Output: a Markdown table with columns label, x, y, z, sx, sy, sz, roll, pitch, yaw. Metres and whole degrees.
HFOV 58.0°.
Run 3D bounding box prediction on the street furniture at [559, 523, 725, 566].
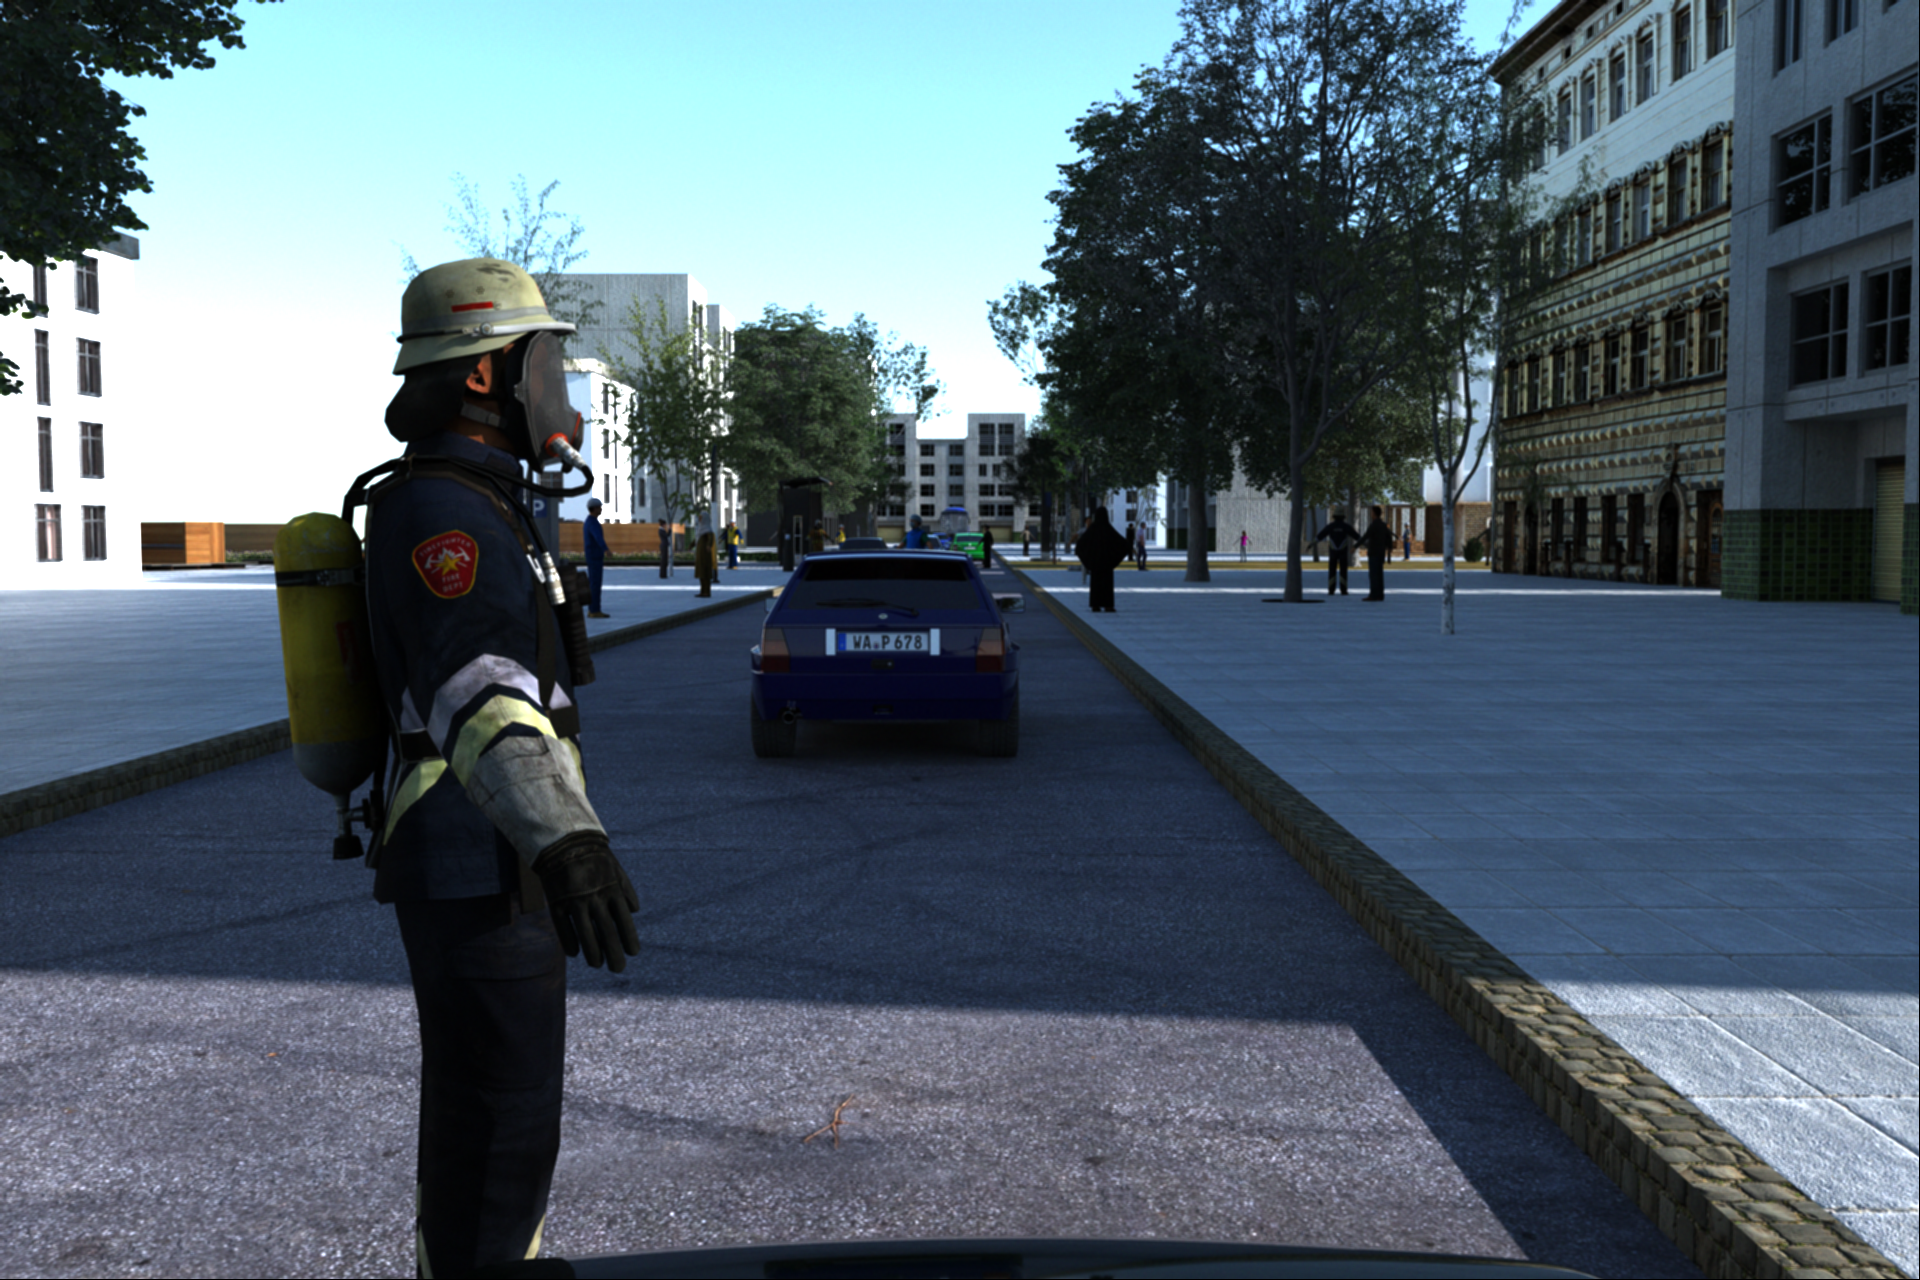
| label | x | y | z | sx | sy | sz | roll | pitch | yaw |
| --- | --- | --- | --- | --- | --- | --- | --- | --- | --- |
| street furniture | -13.053 | -3.909 | 70.774 | 11.010 | 1.723 | 9.812 | 0 | 4 | -2 |

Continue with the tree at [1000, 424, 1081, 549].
| label | x | y | z | sx | sy | sz | roll | pitch | yaw |
| --- | --- | --- | --- | --- | --- | --- | --- | --- | --- |
| tree | 7.290 | -13.019 | 147.279 | 7.601 | 10.594 | 8.767 | 1 | 4 | 23 |

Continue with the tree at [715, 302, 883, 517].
| label | x | y | z | sx | sy | sz | roll | pitch | yaw |
| --- | --- | --- | --- | --- | --- | --- | --- | --- | --- |
| tree | -8.831 | -11.452 | 93.892 | 9.857 | 13.997 | 8.962 | 0 | 3 | 0 |

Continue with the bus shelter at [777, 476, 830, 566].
| label | x | y | z | sx | sy | sz | roll | pitch | yaw |
| --- | --- | --- | --- | --- | --- | --- | --- | --- | --- |
| bus shelter | -6.602 | -5.034 | 73.583 | 1.731 | 3.624 | 6.357 | 0 | 4 | 0 |

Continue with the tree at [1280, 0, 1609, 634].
| label | x | y | z | sx | sy | sz | roll | pitch | yaw |
| --- | --- | --- | --- | --- | --- | --- | --- | --- | --- |
| tree | 6.376 | -4.392 | 22.179 | 4.360 | 8.622 | 3.978 | 0 | 3 | 0 |

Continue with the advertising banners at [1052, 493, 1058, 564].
| label | x | y | z | sx | sy | sz | roll | pitch | yaw |
| --- | --- | --- | --- | --- | --- | --- | --- | --- | --- |
| advertising banners | 4.049 | -4.754 | 73.908 | 0.090 | 3.025 | 2.074 | 0 | 4 | -1 |

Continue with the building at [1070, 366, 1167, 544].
| label | x | y | z | sx | sy | sz | roll | pitch | yaw |
| --- | --- | --- | --- | --- | --- | --- | --- | --- | --- |
| building | 24.676 | -24.572 | 232.672 | 19.493 | 23.208 | 18.063 | 0 | 4 | 0 |

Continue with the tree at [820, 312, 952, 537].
| label | x | y | z | sx | sy | sz | roll | pitch | yaw |
| --- | --- | --- | --- | --- | --- | --- | --- | --- | --- |
| tree | -7.055 | -17.749 | 146.089 | 12.611 | 20.169 | 13.585 | 0 | 3 | 0 |

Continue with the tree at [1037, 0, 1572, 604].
| label | x | y | z | sx | sy | sz | roll | pitch | yaw |
| --- | --- | --- | --- | --- | --- | --- | --- | --- | --- |
| tree | 6.407 | -7.446 | 32.120 | 12.009 | 13.543 | 11.850 | 0 | 3 | 0 |

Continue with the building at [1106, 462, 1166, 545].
| label | x | y | z | sx | sy | sz | roll | pitch | yaw |
| --- | --- | --- | --- | --- | --- | --- | --- | --- | --- |
| building | 23.126 | -16.381 | 209.974 | 9.099 | 9.664 | 28.070 | 0 | 4 | 1 |

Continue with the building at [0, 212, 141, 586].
| label | x | y | z | sx | sy | sz | roll | pitch | yaw |
| --- | --- | --- | --- | --- | --- | --- | --- | --- | --- |
| building | -24.274 | -5.705 | 35.420 | 9.099 | 9.664 | 28.070 | 0 | 4 | 1 |

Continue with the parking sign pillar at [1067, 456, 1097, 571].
| label | x | y | z | sx | sy | sz | roll | pitch | yaw |
| --- | --- | --- | --- | --- | --- | --- | --- | --- | --- |
| parking sign pillar | 4.458 | -4.384 | 60.144 | 1.447 | 3.967 | 1.447 | 0 | 4 | 0 |

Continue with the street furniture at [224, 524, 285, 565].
| label | x | y | z | sx | sy | sz | roll | pitch | yaw |
| --- | --- | --- | --- | --- | --- | --- | --- | --- | --- |
| street furniture | -31.534 | -4.170 | 75.037 | 9.812 | 1.723 | 11.010 | 0 | 4 | -2 |

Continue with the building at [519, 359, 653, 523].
| label | x | y | z | sx | sy | sz | roll | pitch | yaw |
| --- | --- | --- | --- | --- | --- | --- | --- | --- | --- |
| building | -21.726 | -9.481 | 97.160 | 9.099 | 9.664 | 28.070 | 0 | 4 | 1 |

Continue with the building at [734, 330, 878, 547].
| label | x | y | z | sx | sy | sz | roll | pitch | yaw |
| --- | --- | --- | --- | --- | --- | --- | --- | --- | --- |
| building | -24.122 | -21.168 | 190.068 | 27.936 | 21.610 | 32.646 | 0 | 4 | 1 |

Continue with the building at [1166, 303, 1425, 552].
| label | x | y | z | sx | sy | sz | roll | pitch | yaw |
| --- | --- | --- | --- | --- | --- | --- | --- | --- | --- |
| building | 26.376 | -16.489 | 136.052 | 16.747 | 18.905 | 31.486 | 0 | 4 | 0 |

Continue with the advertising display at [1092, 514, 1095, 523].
| label | x | y | z | sx | sy | sz | roll | pitch | yaw |
| --- | --- | --- | --- | --- | --- | --- | --- | --- | --- |
| advertising display | 4.398 | -3.145 | 56.631 | 0.123 | 1.923 | 0.974 | 0 | 4 | 0 |

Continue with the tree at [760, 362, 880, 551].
| label | x | y | z | sx | sy | sz | roll | pitch | yaw |
| --- | --- | --- | --- | --- | --- | --- | --- | --- | --- |
| tree | -8.555 | -10.948 | 104.757 | 9.928 | 11.665 | 9.643 | 0 | 3 | 0 |

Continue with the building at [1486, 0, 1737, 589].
| label | x | y | z | sx | sy | sz | roll | pitch | yaw |
| --- | --- | --- | --- | --- | --- | --- | --- | --- | --- |
| building | 26.789 | -13.245 | 47.486 | 19.493 | 23.208 | 18.063 | 0 | 4 | 0 |

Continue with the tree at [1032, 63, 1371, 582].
| label | x | y | z | sx | sy | sz | roll | pitch | yaw |
| --- | --- | --- | --- | --- | --- | --- | --- | --- | --- |
| tree | 6.382 | -8.558 | 46.574 | 9.857 | 13.997 | 8.962 | 0 | 3 | 0 |

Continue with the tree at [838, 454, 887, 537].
| label | x | y | z | sx | sy | sz | roll | pitch | yaw |
| --- | --- | --- | --- | --- | --- | --- | --- | --- | --- |
| tree | -8.176 | -11.311 | 135.297 | 4.360 | 8.622 | 3.978 | 0 | 3 | 0 |

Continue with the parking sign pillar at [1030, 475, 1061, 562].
| label | x | y | z | sx | sy | sz | roll | pitch | yaw |
| --- | --- | --- | --- | --- | --- | --- | --- | --- | --- |
| parking sign pillar | 3.970 | -5.612 | 80.234 | 1.447 | 3.967 | 1.447 | 0 | 4 | 1 |

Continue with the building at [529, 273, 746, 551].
| label | x | y | z | sx | sy | sz | roll | pitch | yaw |
| --- | --- | --- | --- | --- | --- | --- | --- | --- | --- |
| building | -26.800 | -16.330 | 133.449 | 16.747 | 18.905 | 31.486 | 0 | 4 | 0 |

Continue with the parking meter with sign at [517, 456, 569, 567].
| label | x | y | z | sx | sy | sz | roll | pitch | yaw |
| --- | --- | --- | --- | --- | --- | --- | --- | --- | --- |
| parking meter with sign | -6.924 | -1.992 | 28.823 | 0.543 | 3.016 | 1.738 | 0 | 4 | 0 |

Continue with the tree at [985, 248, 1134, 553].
| label | x | y | z | sx | sy | sz | roll | pitch | yaw |
| --- | --- | --- | --- | --- | --- | --- | --- | --- | --- |
| tree | 8.340 | -15.801 | 114.233 | 12.611 | 20.169 | 13.585 | 0 | 3 | 0 |

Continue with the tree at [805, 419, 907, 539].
| label | x | y | z | sx | sy | sz | roll | pitch | yaw |
| --- | --- | --- | --- | --- | --- | --- | --- | --- | --- |
| tree | -8.371 | -11.821 | 127.692 | 8.767 | 10.594 | 7.601 | -2 | 4 | -28 |

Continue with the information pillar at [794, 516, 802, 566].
| label | x | y | z | sx | sy | sz | roll | pitch | yaw |
| --- | --- | --- | --- | --- | --- | --- | --- | --- | --- |
| information pillar | -6.523 | -3.994 | 69.793 | 0.304 | 2.012 | 0.304 | 0 | 4 | 1 |

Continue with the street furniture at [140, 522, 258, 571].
| label | x | y | z | sx | sy | sz | roll | pitch | yaw |
| --- | --- | --- | --- | --- | --- | --- | --- | --- | --- |
| street furniture | -30.678 | -3.500 | 64.072 | 11.010 | 1.723 | 9.812 | 1 | 4 | 20 |

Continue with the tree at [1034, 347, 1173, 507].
| label | x | y | z | sx | sy | sz | roll | pitch | yaw |
| --- | --- | --- | --- | --- | --- | --- | --- | --- | --- |
| tree | 7.404 | -9.961 | 88.618 | 9.928 | 11.665 | 9.643 | 0 | 3 | 0 |

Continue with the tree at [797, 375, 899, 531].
| label | x | y | z | sx | sy | sz | roll | pitch | yaw |
| --- | --- | --- | --- | --- | --- | --- | --- | --- | --- |
| tree | -7.830 | -11.530 | 114.273 | 9.928 | 11.665 | 9.643 | 0 | 3 | 0 |

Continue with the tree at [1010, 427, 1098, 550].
| label | x | y | z | sx | sy | sz | roll | pitch | yaw |
| --- | --- | --- | --- | --- | --- | --- | --- | --- | --- |
| tree | 7.530 | -12.281 | 135.199 | 7.601 | 10.594 | 8.767 | -1 | 4 | -19 |

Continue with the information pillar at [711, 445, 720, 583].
| label | x | y | z | sx | sy | sz | roll | pitch | yaw |
| --- | --- | --- | --- | --- | --- | --- | --- | --- | --- |
| information pillar | -6.416 | -3.296 | 45.242 | 0.183 | 3.616 | 0.504 | 0 | 4 | 1 |

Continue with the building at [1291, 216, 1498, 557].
| label | x | y | z | sx | sy | sz | roll | pitch | yaw |
| --- | --- | --- | --- | --- | --- | --- | --- | --- | --- |
| building | 26.365 | -15.502 | 109.878 | 16.016 | 20.090 | 11.380 | 0 | 4 | 0 |

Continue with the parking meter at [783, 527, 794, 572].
| label | x | y | z | sx | sy | sz | roll | pitch | yaw |
| --- | --- | --- | --- | --- | --- | --- | --- | --- | --- |
| parking meter | -5.880 | -3.112 | 59.294 | 0.372 | 1.533 | 0.369 | 0 | 3 | 0 |

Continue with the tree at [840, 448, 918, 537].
| label | x | y | z | sx | sy | sz | roll | pitch | yaw |
| --- | --- | --- | --- | --- | --- | --- | --- | --- | --- |
| tree | -8.139 | -14.218 | 166.882 | 8.767 | 10.594 | 7.601 | -2 | 4 | -27 |

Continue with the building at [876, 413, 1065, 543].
| label | x | y | z | sx | sy | sz | roll | pitch | yaw |
| --- | --- | --- | --- | --- | --- | --- | --- | --- | --- |
| building | 1.131 | -23.861 | 259.047 | 31.486 | 18.905 | 16.747 | 0 | 4 | 1 |

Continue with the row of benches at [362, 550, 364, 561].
| label | x | y | z | sx | sy | sz | roll | pitch | yaw |
| --- | --- | --- | --- | --- | --- | --- | --- | --- | --- |
| row of benches | -22.978 | -3.279 | 69.070 | 1.422 | 0.672 | 4.104 | 2 | 4 | 23 |

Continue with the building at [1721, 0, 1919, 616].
| label | x | y | z | sx | sy | sz | roll | pitch | yaw |
| --- | --- | --- | --- | --- | --- | --- | --- | --- | --- |
| building | 23.265 | -9.271 | 18.045 | 16.747 | 18.905 | 31.486 | 0 | 4 | 1 |

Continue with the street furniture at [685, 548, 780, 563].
| label | x | y | z | sx | sy | sz | roll | pitch | yaw |
| --- | --- | --- | --- | --- | --- | --- | --- | --- | --- |
| street furniture | -9.750 | -3.949 | 80.191 | 10.072 | 0.657 | 5.734 | 0 | 4 | -5 |

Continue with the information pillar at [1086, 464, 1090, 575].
| label | x | y | z | sx | sy | sz | roll | pitch | yaw |
| --- | --- | --- | --- | --- | --- | --- | --- | --- | --- |
| information pillar | 4.055 | -3.895 | 55.042 | 0.183 | 3.616 | 0.504 | 0 | 3 | 0 |
